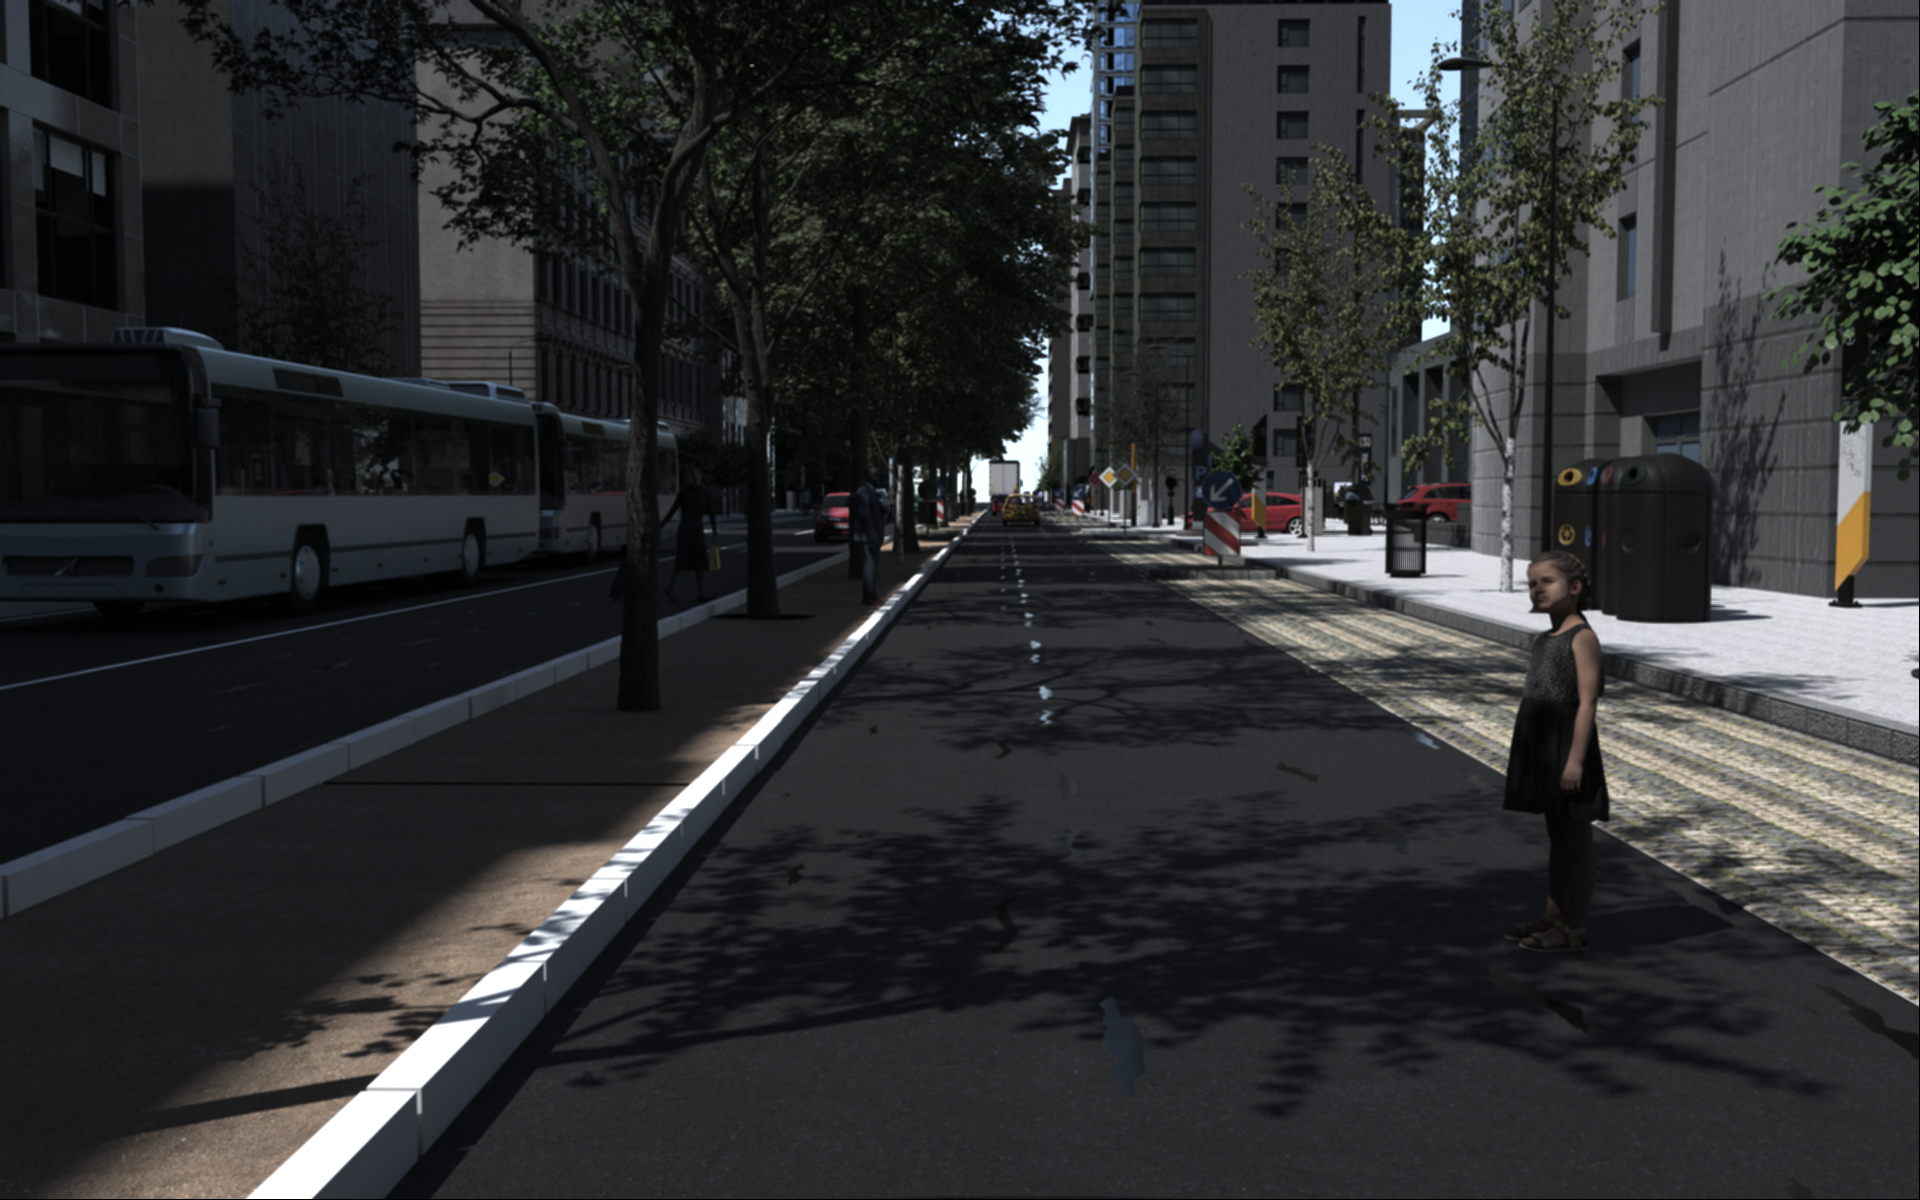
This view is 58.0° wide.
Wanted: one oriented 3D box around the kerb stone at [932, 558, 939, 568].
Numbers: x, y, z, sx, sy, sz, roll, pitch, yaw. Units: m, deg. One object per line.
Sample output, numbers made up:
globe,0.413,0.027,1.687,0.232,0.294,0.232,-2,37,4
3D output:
kerb stone,-0.518,-0.659,32.965,0.120,0.150,1.000,0,4,1

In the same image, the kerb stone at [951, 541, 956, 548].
kerb stone,-0.246,-1.349,44.245,0.120,0.150,1.000,0,4,1

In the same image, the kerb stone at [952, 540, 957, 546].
kerb stone,-0.222,-1.411,45.267,0.120,0.150,1.000,0,4,1

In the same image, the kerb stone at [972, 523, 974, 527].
kerb stone,0.387,-2.946,70.380,0.120,0.150,1.000,0,4,1

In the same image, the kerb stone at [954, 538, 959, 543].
kerb stone,-0.173,-1.536,47.318,0.120,0.150,1.000,0,4,1

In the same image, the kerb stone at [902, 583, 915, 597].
kerb stone,-0.739,-0.093,23.730,0.120,0.150,1.000,0,4,1

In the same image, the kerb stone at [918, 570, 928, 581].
kerb stone,-0.638,-0.341,27.835,0.120,0.150,1.000,0,4,1

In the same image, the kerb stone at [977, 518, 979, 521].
kerb stone,0.727,-3.822,84.714,0.120,0.150,1.000,0,4,1

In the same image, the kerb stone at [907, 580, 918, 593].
kerb stone,-0.714,-0.154,24.757,0.120,0.150,1.000,0,4,1

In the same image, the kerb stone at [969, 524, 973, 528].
kerb stone,0.335,-2.818,68.321,0.120,0.150,1.000,0,4,1

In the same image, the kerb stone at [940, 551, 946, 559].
kerb stone,-0.427,-0.907,37.069,0.120,0.150,1.000,0,4,1

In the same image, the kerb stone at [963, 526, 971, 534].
kerb stone,0.255,-2.627,65.253,0.120,0.150,1.000,0,4,1

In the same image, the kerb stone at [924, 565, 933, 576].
kerb stone,-0.589,-0.470,29.885,0.120,0.150,1.000,0,4,1

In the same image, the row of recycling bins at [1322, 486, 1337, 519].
row of recycling bins,19.784,-5.216,92.388,1.069,1.692,3.534,0,4,-1

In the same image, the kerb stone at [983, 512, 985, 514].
kerb stone,1.328,-5.326,109.316,0.120,0.150,1.000,0,4,1

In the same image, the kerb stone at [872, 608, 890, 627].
kerb stone,-0.870,0.219,18.618,0.120,0.150,1.000,0,4,1

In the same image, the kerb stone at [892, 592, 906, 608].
kerb stone,-0.793,0.032,21.684,0.120,0.150,1.000,0,4,1

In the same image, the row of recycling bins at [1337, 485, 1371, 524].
row of recycling bins,17.004,-4.114,74.382,1.069,1.692,3.534,0,4,8

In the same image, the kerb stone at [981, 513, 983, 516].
kerb stone,1.154,-4.890,102.148,0.120,0.150,1.000,0,4,1

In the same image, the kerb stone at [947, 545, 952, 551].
kerb stone,-0.317,-1.160,41.165,0.120,0.150,1.000,0,4,1

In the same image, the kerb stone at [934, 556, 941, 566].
kerb stone,-0.492,-0.720,33.995,0.120,0.150,1.000,0,4,1

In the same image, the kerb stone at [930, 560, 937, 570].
kerb stone,-0.550,-0.593,31.935,0.120,0.150,1.000,0,4,1

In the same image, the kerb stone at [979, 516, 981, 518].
kerb stone,0.887,-4.199,90.881,0.120,0.150,1.000,0,4,1

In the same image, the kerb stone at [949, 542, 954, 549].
kerb stone,-0.277,-1.284,43.219,0.120,0.150,1.000,0,4,1

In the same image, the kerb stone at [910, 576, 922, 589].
kerb stone,-0.692,-0.219,25.783,0.120,0.150,1.000,0,4,1

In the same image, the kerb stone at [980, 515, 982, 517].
kerb stone,1.005,-4.513,96.011,0.120,0.150,1.000,0,4,1

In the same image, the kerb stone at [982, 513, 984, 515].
kerb stone,1.207,-5.015,104.194,0.120,0.150,1.000,0,4,1

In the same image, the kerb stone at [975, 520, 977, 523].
kerb stone,0.582,-3.448,78.576,0.120,0.150,1.000,0,4,1

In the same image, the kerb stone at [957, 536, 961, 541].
kerb stone,-0.128,-1.662,49.362,0.120,0.150,1.000,0,4,1

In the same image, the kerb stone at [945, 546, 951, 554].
kerb stone,-0.350,-1.097,40.135,0.120,0.150,1.000,0,4,1

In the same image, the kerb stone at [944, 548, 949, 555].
kerb stone,-0.375,-1.032,39.113,0.120,0.150,1.000,0,4,1

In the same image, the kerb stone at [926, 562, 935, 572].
kerb stone,-0.565,-0.533,30.913,0.120,0.150,1.000,0,4,1

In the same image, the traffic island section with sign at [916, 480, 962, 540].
traffic island section with sign,-1.056,-2.852,54.762,2.006,1.907,1.989,0,4,1

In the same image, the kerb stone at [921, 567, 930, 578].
kerb stone,-0.616,-0.404,28.857,0.120,0.150,1.000,0,4,1

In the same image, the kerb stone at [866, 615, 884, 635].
kerb stone,-0.889,0.289,17.581,0.120,0.150,1.000,0,4,1

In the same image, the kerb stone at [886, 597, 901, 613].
kerb stone,-0.820,0.094,20.662,0.120,0.150,1.000,0,4,1

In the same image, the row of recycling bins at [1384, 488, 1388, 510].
row of recycling bins,30.179,-7.051,122.392,1.069,1.692,3.534,1,4,10

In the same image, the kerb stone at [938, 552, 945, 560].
kerb stone,-0.446,-0.847,36.047,0.120,0.150,1.000,0,4,1

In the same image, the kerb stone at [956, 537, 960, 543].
kerb stone,-0.143,-1.599,48.340,0.120,0.150,1.000,0,4,1

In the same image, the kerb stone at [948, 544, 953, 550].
kerb stone,-0.296,-1.220,42.187,0.120,0.150,1.000,0,4,1

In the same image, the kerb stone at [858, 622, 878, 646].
kerb stone,-0.905,0.345,16.556,0.120,0.150,1.000,0,4,1

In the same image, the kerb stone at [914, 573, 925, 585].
kerb stone,-0.670,-0.282,26.813,0.120,0.150,1.000,0,4,1

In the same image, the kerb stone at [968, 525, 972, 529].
kerb stone,0.284,-2.696,66.274,0.120,0.150,1.000,0,4,1

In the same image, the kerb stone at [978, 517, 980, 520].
kerb stone,0.806,-4.010,87.806,0.120,0.150,1.000,0,4,1

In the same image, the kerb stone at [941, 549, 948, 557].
kerb stone,-0.388,-0.967,38.091,0.120,0.150,1.000,0,4,1

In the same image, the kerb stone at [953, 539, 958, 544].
kerb stone,-0.199,-1.474,46.296,0.120,0.150,1.000,0,4,1

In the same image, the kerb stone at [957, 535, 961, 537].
kerb stone,-0.100,-1.724,50.385,0.120,0.150,1.000,0,4,1

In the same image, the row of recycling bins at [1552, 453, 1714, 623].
row of recycling bins,7.294,-0.719,18.861,1.069,1.692,3.534,0,4,6

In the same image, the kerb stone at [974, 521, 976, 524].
kerb stone,0.508,-3.261,75.506,0.120,0.150,1.000,0,4,1

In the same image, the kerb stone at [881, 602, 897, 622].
kerb stone,-0.835,0.160,19.640,0.120,0.150,1.000,0,4,1

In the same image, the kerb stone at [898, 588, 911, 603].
kerb stone,-0.769,-0.026,22.706,0.120,0.150,1.000,0,4,1

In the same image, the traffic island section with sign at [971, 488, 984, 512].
traffic island section with sign,0.938,-7.899,137.283,2.006,1.907,1.989,0,4,1

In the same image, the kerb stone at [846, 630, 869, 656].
kerb stone,-0.937,0.408,15.530,0.120,0.150,1.000,0,4,1

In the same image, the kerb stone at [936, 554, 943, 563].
kerb stone,-0.463,-0.784,35.021,0.120,0.150,1.000,0,4,1

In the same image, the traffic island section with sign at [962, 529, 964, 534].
traffic island section with sign,-0.868,-3.305,62.167,2.006,1.907,1.989,0,4,1
